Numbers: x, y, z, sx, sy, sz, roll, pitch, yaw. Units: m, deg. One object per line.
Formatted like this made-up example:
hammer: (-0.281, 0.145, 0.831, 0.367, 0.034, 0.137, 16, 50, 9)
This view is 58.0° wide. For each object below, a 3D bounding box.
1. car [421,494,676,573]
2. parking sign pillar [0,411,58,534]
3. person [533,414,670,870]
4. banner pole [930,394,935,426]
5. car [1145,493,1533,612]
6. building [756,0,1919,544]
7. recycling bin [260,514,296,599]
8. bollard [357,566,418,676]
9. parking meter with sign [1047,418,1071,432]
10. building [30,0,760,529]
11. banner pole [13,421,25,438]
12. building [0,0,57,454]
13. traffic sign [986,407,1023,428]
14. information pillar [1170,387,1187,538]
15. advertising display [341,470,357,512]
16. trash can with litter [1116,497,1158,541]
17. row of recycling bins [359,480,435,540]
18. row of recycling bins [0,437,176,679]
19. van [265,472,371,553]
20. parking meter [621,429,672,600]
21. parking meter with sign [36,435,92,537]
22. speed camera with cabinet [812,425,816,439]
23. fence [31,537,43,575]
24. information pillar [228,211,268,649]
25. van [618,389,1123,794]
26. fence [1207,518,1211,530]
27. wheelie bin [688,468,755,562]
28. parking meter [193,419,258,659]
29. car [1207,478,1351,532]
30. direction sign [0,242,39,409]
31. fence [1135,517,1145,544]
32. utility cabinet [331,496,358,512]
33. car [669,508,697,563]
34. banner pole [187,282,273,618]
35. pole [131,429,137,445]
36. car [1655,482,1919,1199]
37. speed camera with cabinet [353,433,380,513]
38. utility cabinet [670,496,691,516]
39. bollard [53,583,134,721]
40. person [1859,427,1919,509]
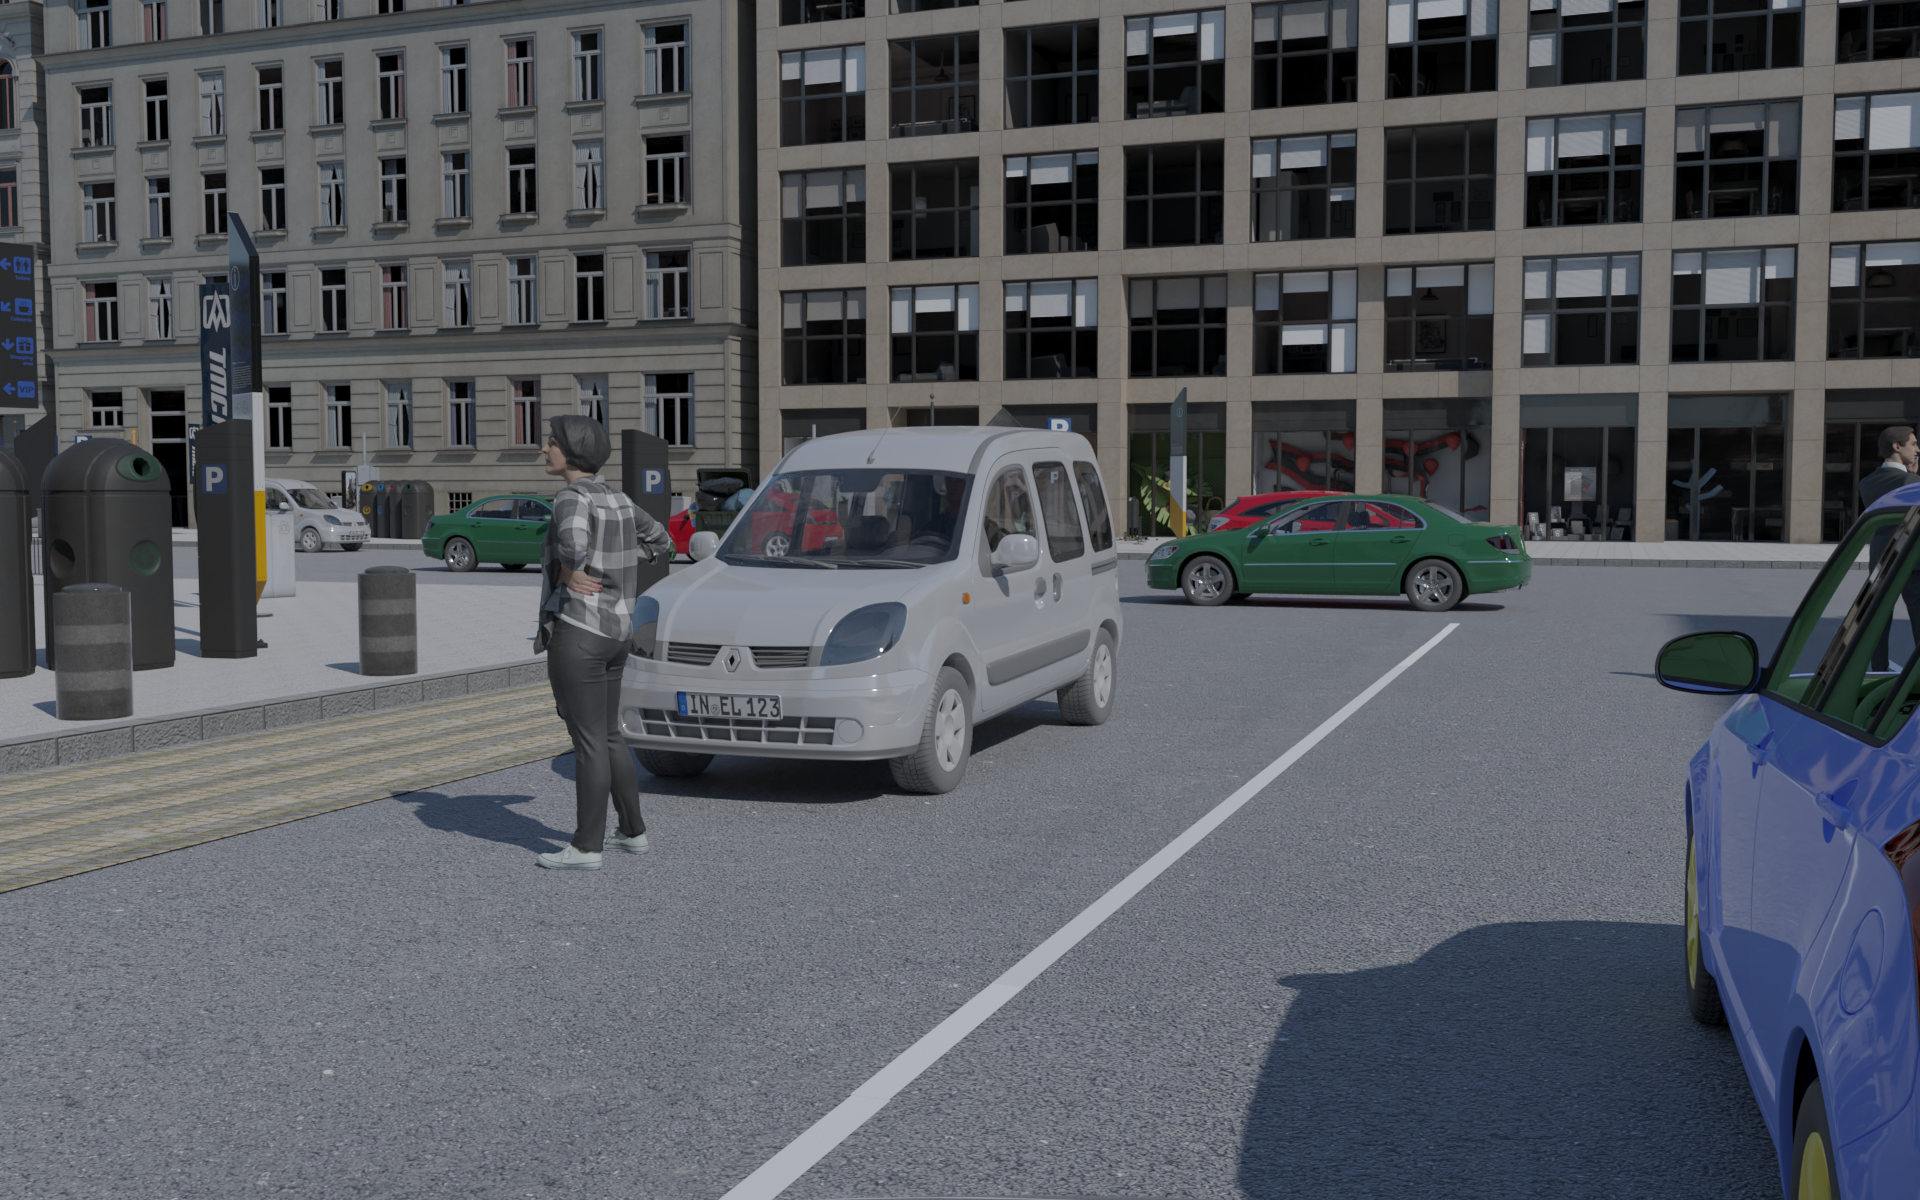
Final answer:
car: (-7.565, -1.231, 31.933, 4.920, 1.459, 2.131, 1, 4, 21)
parking sign pillar: (-30.259, -4.180, 56.814, 1.447, 3.967, 1.447, 0, 4, 2)
person: (-1.412, 0.155, 6.691, 0.376, 1.734, 0.841, 1, 4, 17)
banner pole: (-0.685, -3.276, 43.585, 0.401, 3.779, 0.863, 0, 4, 3)
car: (4.804, -0.644, 22.330, 4.920, 1.459, 2.131, 1, 4, 22)
building: (12.950, -15.451, 57.146, 34.151, 26.468, 19.350, 1, 4, 21)
recycling bin: (-8.771, -0.547, 21.498, 0.722, 1.027, 0.722, 2, 4, 32)
bollard: (-4.083, 0.144, 12.355, 0.404, 0.777, 0.398, 0, 3, 0)
parking meter with sign: (2.205, -2.710, 40.572, 0.543, 3.016, 1.738, 0, 4, -4)
building: (-18.050, -14.248, 66.240, 30.059, 22.955, 16.112, 1, 4, 21)
banner pole: (-32.002, -4.230, 59.170, 0.863, 3.779, 0.401, 0, 4, 2)
building: (-43.233, -17.606, 75.244, 23.554, 28.519, 14.401, 1, 4, 21)
traffic sign: (0.491, -1.009, 20.133, 0.795, 2.450, 0.064, 1, 4, 21)
information pillar: (4.802, -2.855, 38.030, 0.183, 3.616, 0.504, -2, 4, -30)
advertising display: (-16.838, -2.603, 47.767, 0.123, 1.923, 0.974, 0, 4, -3)
trash can with litter: (4.646, -2.256, 47.950, 1.678, 1.210, 2.233, 1, 4, 16)
row of recycling bins: (-16.288, -2.631, 50.130, 1.069, 1.692, 3.534, -3, 5, -44)
row of recycling bins: (-7.311, -0.290, 11.860, 3.534, 1.692, 1.069, -3, 5, -42)
van: (-16.762, -2.221, 43.329, 4.112, 2.044, 2.013, 1, 4, 21)
parking meter: (-2.855, -0.617, 15.792, 0.399, 1.863, 0.255, -3, 5, -44)
parking meter with sign: (-26.246, -3.332, 50.740, 0.543, 3.016, 1.738, 1, 4, 14)
speed camera with cabinet: (-3.457, -3.368, 49.408, 2.038, 3.252, 0.660, 1, 4, 21)
fence: (-13.454, -0.548, 24.327, 2.069, 0.683, 0.278, 1, 4, 19)
information pillar: (-5.887, -1.404, 14.311, 0.183, 3.616, 0.504, -3, 5, -41)
van: (-0.335, -0.168, 9.753, 2.013, 2.044, 4.112, 1, 4, 21)
fence: (6.451, -1.719, 43.488, 0.278, 0.683, 2.069, 1, 4, 22)
wheelie bin: (-2.849, -0.806, 21.087, 0.980, 1.594, 0.693, 0, 4, 2)
parking meter: (-5.760, -0.481, 13.576, 0.399, 1.863, 0.255, 1, 4, 16)
car: (6.022, -1.092, 26.895, 4.494, 1.783, 2.155, 1, 4, 22)
direction sign: (-8.712, -1.439, 15.523, 0.379, 3.537, 0.876, 3, 5, 40)
fence: (4.683, -1.817, 45.090, 0.278, 0.683, 2.069, 0, 4, 8)
utility cabinet: (-19.200, -2.623, 54.040, 1.020, 1.237, 0.306, 3, 4, 37)
car: (-4.624, -1.627, 35.639, 4.494, 1.783, 2.155, 1, 4, 22)
banner pole: (-7.609, -1.717, 18.090, 0.863, 3.779, 0.401, 1, 4, 23)
pole: (-25.821, -3.693, 54.229, 0.158, 3.312, 0.155, 0, 3, 0)
car: (2.425, 0.378, 3.409, 1.945, 1.707, 3.694, 1, 4, 19)
speed camera with cabinet: (-18.558, -3.784, 56.201, 2.038, 3.252, 0.660, 0, 4, -1)
utility cabinet: (-7.819, -2.238, 47.753, 1.020, 1.237, 0.306, 3, 5, 44)
bollard: (-4.986, 0.291, 9.966, 0.404, 0.777, 0.398, 0, 3, 0)
person: (6.607, -0.258, 12.088, 0.474, 1.900, 0.648, -1, 4, -22)
